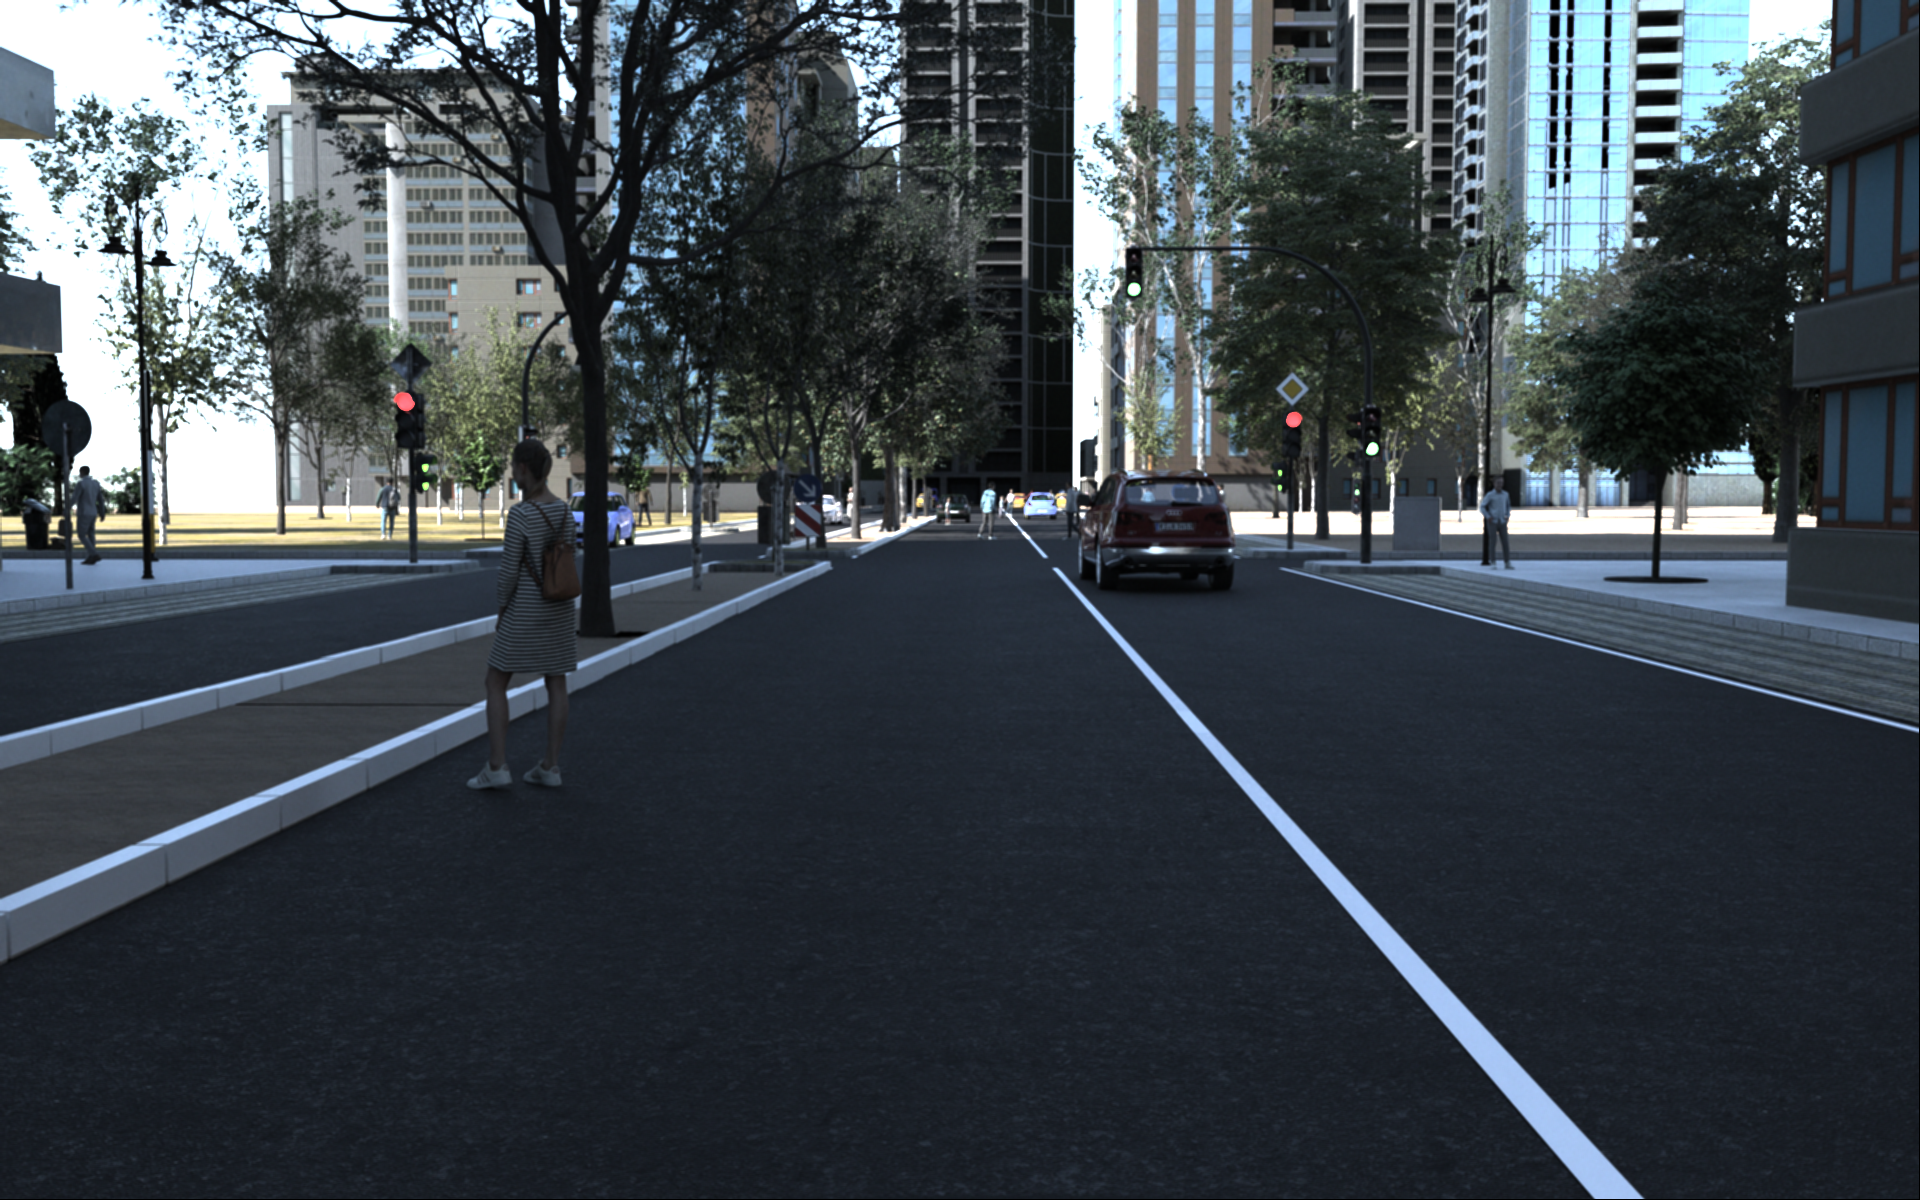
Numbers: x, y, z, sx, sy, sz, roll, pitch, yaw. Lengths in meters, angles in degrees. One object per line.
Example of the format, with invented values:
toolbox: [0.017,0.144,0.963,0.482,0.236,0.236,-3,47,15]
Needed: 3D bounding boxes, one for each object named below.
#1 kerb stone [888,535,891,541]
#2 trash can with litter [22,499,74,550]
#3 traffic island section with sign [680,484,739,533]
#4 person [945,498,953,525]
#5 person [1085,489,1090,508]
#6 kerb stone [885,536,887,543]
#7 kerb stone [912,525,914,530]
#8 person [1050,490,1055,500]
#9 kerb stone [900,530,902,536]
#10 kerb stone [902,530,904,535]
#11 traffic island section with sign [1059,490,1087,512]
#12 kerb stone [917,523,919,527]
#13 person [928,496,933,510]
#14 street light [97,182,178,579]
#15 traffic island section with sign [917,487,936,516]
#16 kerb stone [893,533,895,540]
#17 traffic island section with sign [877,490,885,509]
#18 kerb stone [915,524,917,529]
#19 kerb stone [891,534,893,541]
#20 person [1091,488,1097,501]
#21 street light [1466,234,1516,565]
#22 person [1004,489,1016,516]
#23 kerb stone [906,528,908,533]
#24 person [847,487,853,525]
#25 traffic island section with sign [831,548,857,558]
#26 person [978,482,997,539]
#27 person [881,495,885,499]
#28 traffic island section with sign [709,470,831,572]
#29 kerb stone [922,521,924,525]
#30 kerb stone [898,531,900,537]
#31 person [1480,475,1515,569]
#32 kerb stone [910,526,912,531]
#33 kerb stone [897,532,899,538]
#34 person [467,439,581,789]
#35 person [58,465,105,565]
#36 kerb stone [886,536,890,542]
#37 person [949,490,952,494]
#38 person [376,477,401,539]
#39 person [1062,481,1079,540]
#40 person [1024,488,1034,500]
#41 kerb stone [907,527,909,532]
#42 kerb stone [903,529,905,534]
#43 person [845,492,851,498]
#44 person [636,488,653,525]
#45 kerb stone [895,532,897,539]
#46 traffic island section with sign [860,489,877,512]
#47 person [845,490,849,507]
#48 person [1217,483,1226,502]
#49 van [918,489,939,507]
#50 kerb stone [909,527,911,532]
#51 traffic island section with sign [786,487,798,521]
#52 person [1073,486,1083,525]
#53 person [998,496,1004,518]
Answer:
kerb stone: [-2.206,-1.792,51.487,0.120,0.150,1.000,0,4,1]
trash can with litter: [-20.909,-1.733,39.726,1.055,1.170,0.624,0,4,0]
traffic island section with sign: [-9.345,-3.443,64.923,1.989,1.847,2.006,0,4,1]
person: [-0.522,-4.118,80.512,0.332,1.250,0.352,-2,4,-26]
person: [11.819,-9.391,160.247,0.621,1.740,0.551,-1,4,-23]
kerb stone: [-2.242,-1.662,49.437,0.120,0.150,1.000,0,4,1]
kerb stone: [-1.948,-2.732,66.860,0.120,0.150,1.000,0,4,1]
person: [6.005,-6.407,114.253,0.512,1.701,0.522,0,4,0]
kerb stone: [-2.099,-2.167,57.647,0.120,0.150,1.000,0,4,1]
kerb stone: [-2.079,-2.231,58.676,0.120,0.150,1.000,0,4,1]
traffic island section with sign: [9.369,-8.143,141.767,1.989,1.847,2.006,0,4,1]
kerb stone: [-1.884,-2.979,70.955,0.120,0.150,1.000,0,4,1]
person: [-2.697,-8.812,153.260,0.721,1.739,1.217,-2,4,-28]
street light: [-12.316,-3.260,26.088,0.468,5.910,1.993,0,4,1]
traffic island section with sign: [-2.182,-6.536,115.002,2.006,1.907,1.989,0,4,1]
kerb stone: [-2.172,-1.912,53.535,0.120,0.150,1.000,0,4,1]
traffic island section with sign: [-7.599,-9.810,169.020,1.989,1.847,2.006,0,4,1]
kerb stone: [-1.911,-2.856,68.904,0.120,0.150,1.000,0,4,1]
kerb stone: [-2.193,-1.854,52.513,0.120,0.150,1.000,0,4,1]
person: [7.925,-5.719,102.419,0.576,1.772,0.534,2,4,29]
street light: [9.477,-3.563,31.040,0.468,5.910,1.993,0,4,1]
person: [3.213,-6.372,113.352,0.731,1.740,0.598,-1,4,-21]
kerb stone: [-2.024,-2.419,61.749,0.120,0.150,1.000,0,4,1]
person: [-5.087,-4.404,81.050,0.519,1.759,0.362,2,4,27]
traffic island section with sign: [-3.434,-1.941,39.873,2.006,1.907,1.989,0,4,1]
person: [0.872,-2.852,55.147,0.660,1.820,0.620,3,5,43]
person: [-6.895,-9.448,163.763,1.217,1.735,0.721,0,4,6]
traffic island section with sign: [-3.568,-1.488,32.468,2.006,1.907,1.989,0,4,1]
kerb stone: [-1.791,-3.296,76.078,0.120,0.150,1.000,0,4,1]
kerb stone: [-2.117,-2.100,56.623,0.120,0.150,1.000,0,4,1]
person: [9.197,-1.332,29.640,0.589,1.601,0.330,0,4,0]
kerb stone: [-1.981,-2.602,64.816,0.120,0.150,1.000,0,4,1]
kerb stone: [-2.132,-2.042,55.583,0.120,0.150,1.000,0,4,1]
person: [-2.082,0.062,8.498,0.522,1.701,0.512,2,4,29]
person: [-15.979,-1.558,31.632,0.853,1.813,0.709,1,4,15]
kerb stone: [-2.215,-1.729,50.465,0.120,0.150,1.000,0,4,1]
person: [-0.959,-10.685,183.161,1.348,1.831,0.705,2,4,34]
person: [-16.287,-2.629,49.380,0.623,1.781,0.721,-2,4,-31]
person: [3.537,-2.788,53.929,0.795,1.843,0.661,2,4,25]
person: [4.911,-6.701,118.003,1.348,1.831,0.705,-1,4,-23]
kerb stone: [-2.013,-2.482,62.771,0.120,0.150,1.000,0,4,1]
kerb stone: [-2.066,-2.294,59.698,0.120,0.150,1.000,0,4,1]
person: [-10.075,-9.489,161.277,1.348,1.812,0.705,-3,5,-39]
person: [-12.892,-3.966,70.800,0.836,1.842,0.656,3,5,41]
kerb stone: [-2.152,-1.977,54.561,0.120,0.150,1.000,0,4,1]
traffic island section with sign: [-8.056,-8.162,142.068,1.989,1.847,2.006,0,4,1]
person: [-11.040,-9.904,168.906,0.436,1.711,0.756,0,4,-5]
person: [8.563,-2.970,57.248,0.466,1.800,0.511,0,4,7]
van: [-3.388,-11.349,189.938,2.240,2.365,5.245,0,4,1]
kerb stone: [-1.992,-2.544,63.793,0.120,0.150,1.000,0,4,1]
traffic island section with sign: [-8.901,-5.092,91.875,1.989,1.847,2.006,0,4,1]
person: [5.427,-4.371,80.149,0.473,1.802,0.592,-2,4,-25]
person: [2.497,-5.658,105.293,0.394,1.301,0.425,0,4,5]
